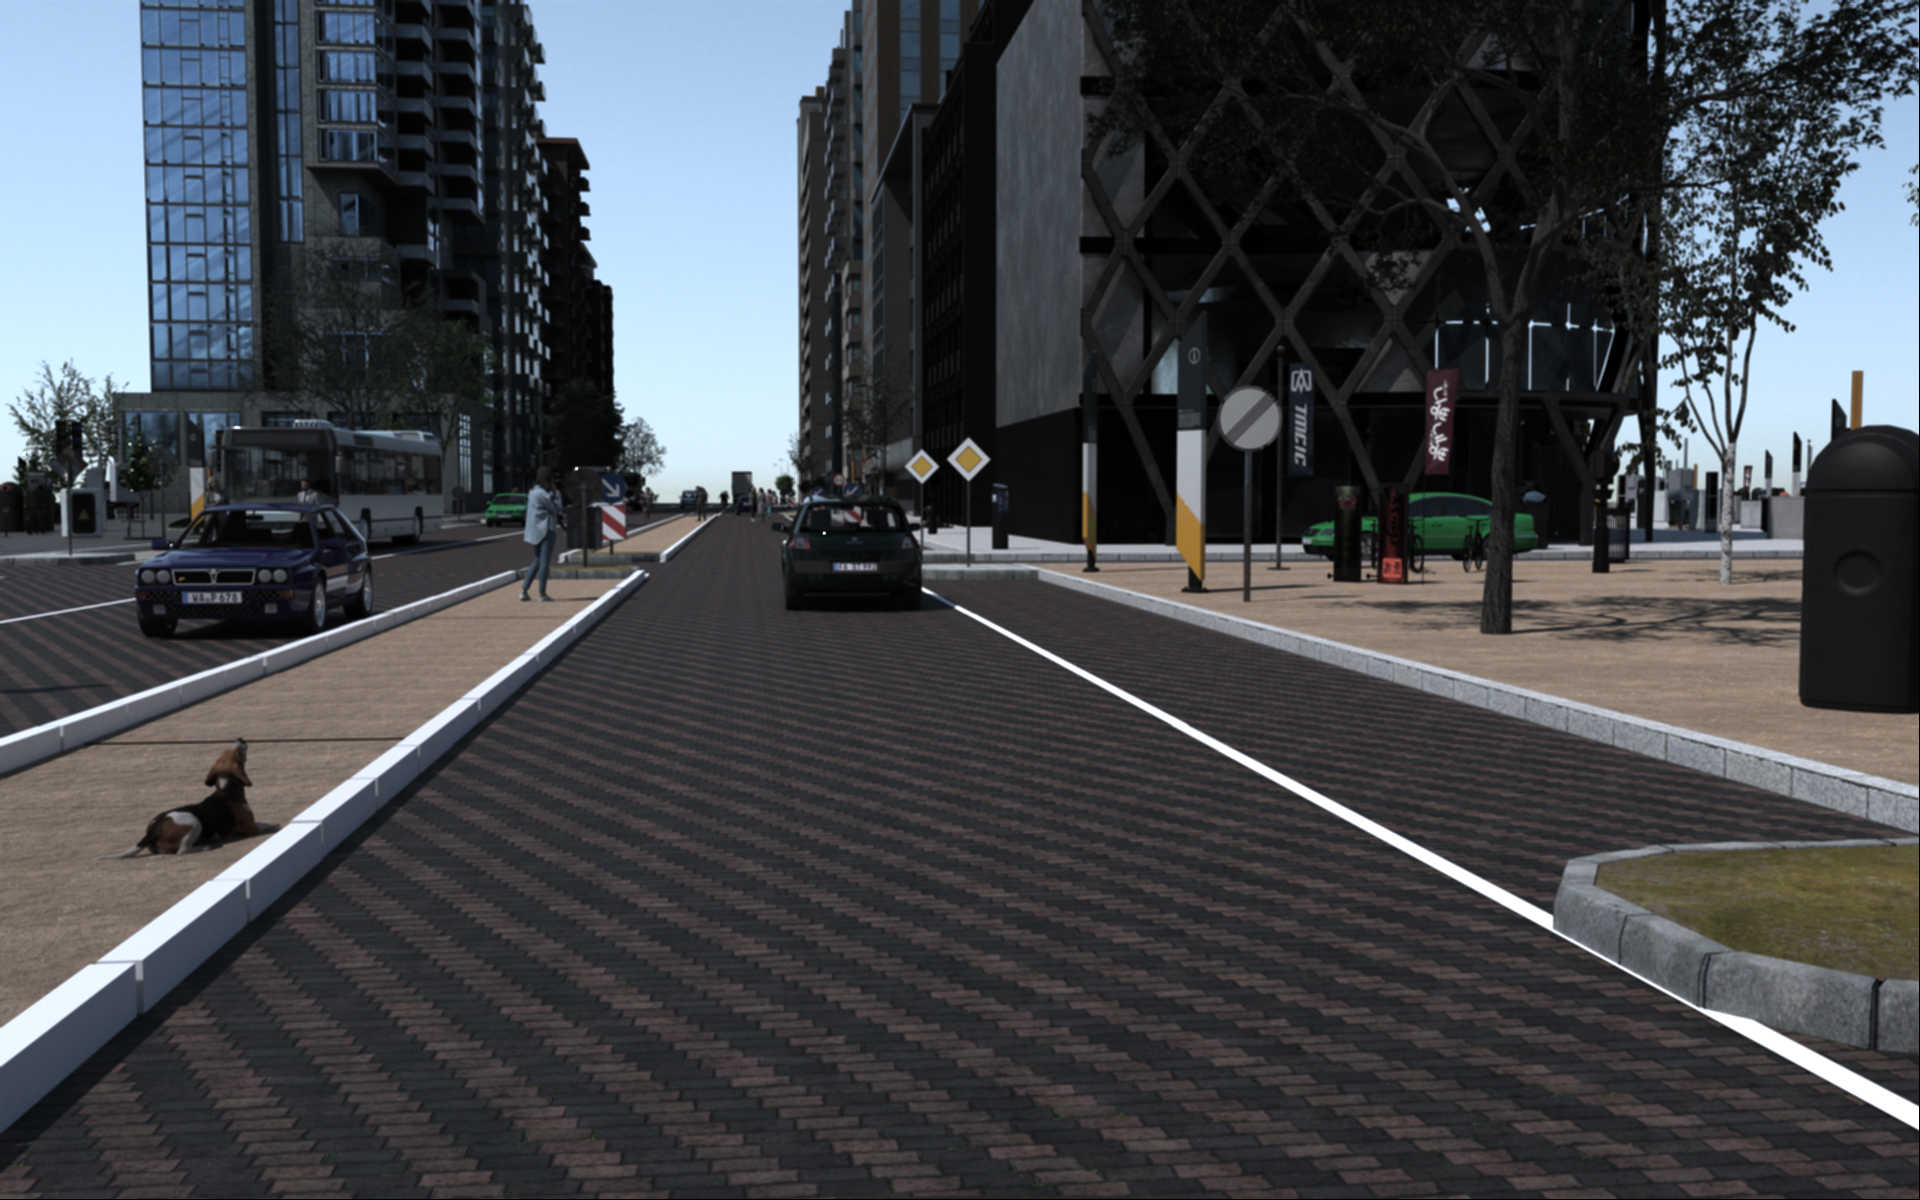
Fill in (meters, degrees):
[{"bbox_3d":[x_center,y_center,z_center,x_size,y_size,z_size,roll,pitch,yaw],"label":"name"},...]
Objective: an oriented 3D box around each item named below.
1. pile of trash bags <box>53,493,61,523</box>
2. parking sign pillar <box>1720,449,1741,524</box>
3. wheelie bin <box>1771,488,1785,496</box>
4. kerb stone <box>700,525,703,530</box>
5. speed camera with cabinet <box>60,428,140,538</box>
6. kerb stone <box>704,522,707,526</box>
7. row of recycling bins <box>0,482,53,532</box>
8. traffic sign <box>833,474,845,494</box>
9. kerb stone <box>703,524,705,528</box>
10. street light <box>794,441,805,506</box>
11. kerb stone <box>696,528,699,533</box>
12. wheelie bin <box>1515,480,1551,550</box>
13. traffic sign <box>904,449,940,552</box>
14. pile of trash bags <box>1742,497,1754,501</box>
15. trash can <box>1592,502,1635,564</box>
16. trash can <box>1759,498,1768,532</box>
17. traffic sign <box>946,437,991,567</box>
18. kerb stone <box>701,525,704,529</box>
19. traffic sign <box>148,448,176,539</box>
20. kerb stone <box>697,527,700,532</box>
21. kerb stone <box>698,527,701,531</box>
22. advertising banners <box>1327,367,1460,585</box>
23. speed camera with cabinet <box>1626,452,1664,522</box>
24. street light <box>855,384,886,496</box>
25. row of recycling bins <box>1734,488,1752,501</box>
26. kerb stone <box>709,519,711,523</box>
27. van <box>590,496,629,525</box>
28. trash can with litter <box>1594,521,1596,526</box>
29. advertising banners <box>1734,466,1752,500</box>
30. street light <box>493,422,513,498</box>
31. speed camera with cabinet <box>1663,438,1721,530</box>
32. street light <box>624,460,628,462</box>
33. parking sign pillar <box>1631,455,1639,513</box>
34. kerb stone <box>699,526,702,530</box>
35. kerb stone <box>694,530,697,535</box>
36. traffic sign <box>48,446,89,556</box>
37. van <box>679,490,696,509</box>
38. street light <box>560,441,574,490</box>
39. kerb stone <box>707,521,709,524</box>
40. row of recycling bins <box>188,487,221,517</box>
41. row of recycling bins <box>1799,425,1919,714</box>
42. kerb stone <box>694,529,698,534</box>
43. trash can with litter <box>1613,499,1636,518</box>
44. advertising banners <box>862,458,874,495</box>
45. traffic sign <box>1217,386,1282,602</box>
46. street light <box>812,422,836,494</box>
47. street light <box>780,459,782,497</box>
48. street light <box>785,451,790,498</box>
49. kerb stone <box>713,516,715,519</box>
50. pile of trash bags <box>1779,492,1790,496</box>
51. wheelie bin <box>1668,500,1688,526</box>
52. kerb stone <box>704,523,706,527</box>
[{"bbox_3d":[-39.810,-4.124,77.178,1.912,1.369,3.447,0,4,1],"label":"pile of trash bags"},{"bbox_3d":[33.017,-5.257,74.425,1.447,3.967,1.447,2,4,27],"label":"parking sign pillar"},{"bbox_3d":[43.688,-5.178,92.573,0.980,1.594,0.693,3,5,44],"label":"wheelie bin"},{"bbox_3d":[-9.941,-2.666,65.813,0.120,0.150,1.000,0,4,-7],"label":"kerb stone"},{"bbox_3d":[-25.502,-3.488,51.360,2.038,3.252,0.660,-3,5,-44],"label":"speed camera with cabinet"},{"bbox_3d":[-10.700,-3.041,71.919,0.120,0.150,1.000,0,4,-7],"label":"kerb stone"},{"bbox_3d":[-32.575,-3.140,58.448,3.534,1.692,1.069,-1,4,-16],"label":"row of recycling bins"},{"bbox_3d":[-7.587,-6.632,108.547,0.768,2.556,0.104,0,4,-6],"label":"traffic sign"},{"bbox_3d":[-10.326,-2.852,68.866,0.120,0.150,1.000,0,4,-7],"label":"kerb stone"},{"bbox_3d":[-13.389,-10.879,150.410,1.470,5.913,1.316,0,4,-7],"label":"street light"},{"bbox_3d":[-9.173,-2.294,59.709,0.120,0.150,1.000,0,4,-7],"label":"kerb stone"},{"bbox_3d":[13.179,-1.964,40.026,0.693,1.594,0.980,-1,4,-20],"label":"wheelie bin"},{"bbox_3d":[-0.843,-2.117,38.257,0.795,2.450,0.064,0,4,-7],"label":"traffic sign"},{"bbox_3d":[43.192,-5.386,97.819,3.447,1.369,1.912,2,4,29],"label":"pile of trash bags"},{"bbox_3d":[12.110,-1.253,32.143,0.748,1.137,0.748,0,3,0],"label":"trash can"},{"bbox_3d":[27.262,-2.847,58.201,0.748,1.137,0.748,0,3,0],"label":"trash can"},{"bbox_3d":[0.147,-1.632,30.333,0.795,2.450,0.064,0,4,-7],"label":"traffic sign"},{"bbox_3d":[-10.065,-2.730,66.827,0.120,0.150,1.000,0,4,-7],"label":"kerb stone"},{"bbox_3d":[-21.929,-2.907,47.631,0.768,2.556,0.104,0,4,0],"label":"traffic sign"},{"bbox_3d":[-9.440,-2.419,61.746,0.120,0.150,1.000,0,4,-7],"label":"kerb stone"},{"bbox_3d":[-9.559,-2.481,62.765,0.120,0.150,1.000,0,4,-7],"label":"kerb stone"},{"bbox_3d":[6.142,-1.739,24.618,0.090,3.025,2.074,-3,5,-44],"label":"advertising banners"},{"bbox_3d":[31.977,-5.266,80.432,0.660,3.252,2.038,-3,4,-38],"label":"speed camera with cabinet"},{"bbox_3d":[-3.719,-6.157,73.210,1.470,5.913,1.316,0,4,-7],"label":"street light"},{"bbox_3d":[51.346,-6.440,112.411,3.534,1.692,1.069,2,4,35],"label":"row of recycling bins"},{"bbox_3d":[-11.849,-3.602,81.094,0.120,0.150,1.000,0,4,-7],"label":"kerb stone"},{"bbox_3d":[-15.869,-4.333,77.853,2.013,2.044,4.112,-1,4,-9],"label":"van"},{"bbox_3d":[24.905,-3.620,70.237,2.233,1.210,1.678,3,4,37],"label":"trash can with litter"},{"bbox_3d":[47.991,-6.787,107.161,0.090,3.025,2.074,-3,4,-37],"label":"advertising banners"},{"bbox_3d":[-29.585,-8.533,112.048,1.470,5.913,1.316,0,4,-7],"label":"street light"},{"bbox_3d":[26.229,-4.128,61.831,2.038,3.252,0.660,-2,4,-25],"label":"speed camera with cabinet"},{"bbox_3d":[-44.645,-15.946,233.251,1.470,5.913,1.316,0,4,-7],"label":"street light"},{"bbox_3d":[46.082,-7.952,118.489,1.447,3.967,1.447,1,4,13],"label":"parking sign pillar"},{"bbox_3d":[-9.683,-2.543,63.781,0.120,0.150,1.000,0,4,-7],"label":"kerb stone"},{"bbox_3d":[-8.919,-2.170,57.672,0.120,0.150,1.000,0,4,-7],"label":"kerb stone"},{"bbox_3d":[-18.553,-1.984,36.074,0.795,2.450,0.064,0,4,-7],"label":"traffic sign"},{"bbox_3d":[-26.620,-9.995,170.431,2.013,2.044,4.112,0,4,-6],"label":"van"},{"bbox_3d":[-34.241,-10.899,150.742,1.470,5.913,1.316,0,4,-7],"label":"street light"},{"bbox_3d":[-11.208,-3.288,75.986,0.120,0.150,1.000,0,4,-7],"label":"kerb stone"},{"bbox_3d":[-41.814,-5.470,96.547,3.534,1.692,1.069,3,4,37],"label":"row of recycling bins"},{"bbox_3d":[6.148,-0.131,9.249,1.069,1.692,3.534,-2,4,-29],"label":"row of recycling bins"},{"bbox_3d":[-9.049,-2.229,58.695,0.120,0.150,1.000,0,4,-7],"label":"kerb stone"},{"bbox_3d":[36.245,-5.086,94.221,1.678,1.210,2.233,-3,4,-36],"label":"trash can with litter"},{"bbox_3d":[-4.450,-5.334,83.404,0.090,3.025,2.074,-1,4,-16],"label":"advertising banners"},{"bbox_3d":[3.416,-1.250,20.537,0.768,2.556,0.104,0,4,-3],"label":"traffic sign"},{"bbox_3d":[-8.650,-8.558,112.459,1.470,5.913,1.316,0,4,-7],"label":"street light"},{"bbox_3d":[-23.591,-15.885,232.258,1.470,5.913,1.316,0,4,-7],"label":"street light"},{"bbox_3d":[-18.136,-13.228,188.815,1.470,5.913,1.316,0,4,-7],"label":"street light"},{"bbox_3d":[-13.250,-4.285,92.265,0.120,0.150,1.000,0,4,-7],"label":"kerb stone"},{"bbox_3d":[39.349,-4.431,82.195,1.912,1.369,3.447,2,4,33],"label":"pile of trash bags"},{"bbox_3d":[29.087,-3.805,70.113,0.693,1.594,0.980,3,4,37],"label":"wheelie bin"},{"bbox_3d":[-10.578,-2.979,70.899,0.120,0.150,1.000,0,4,-7],"label":"kerb stone"}]
